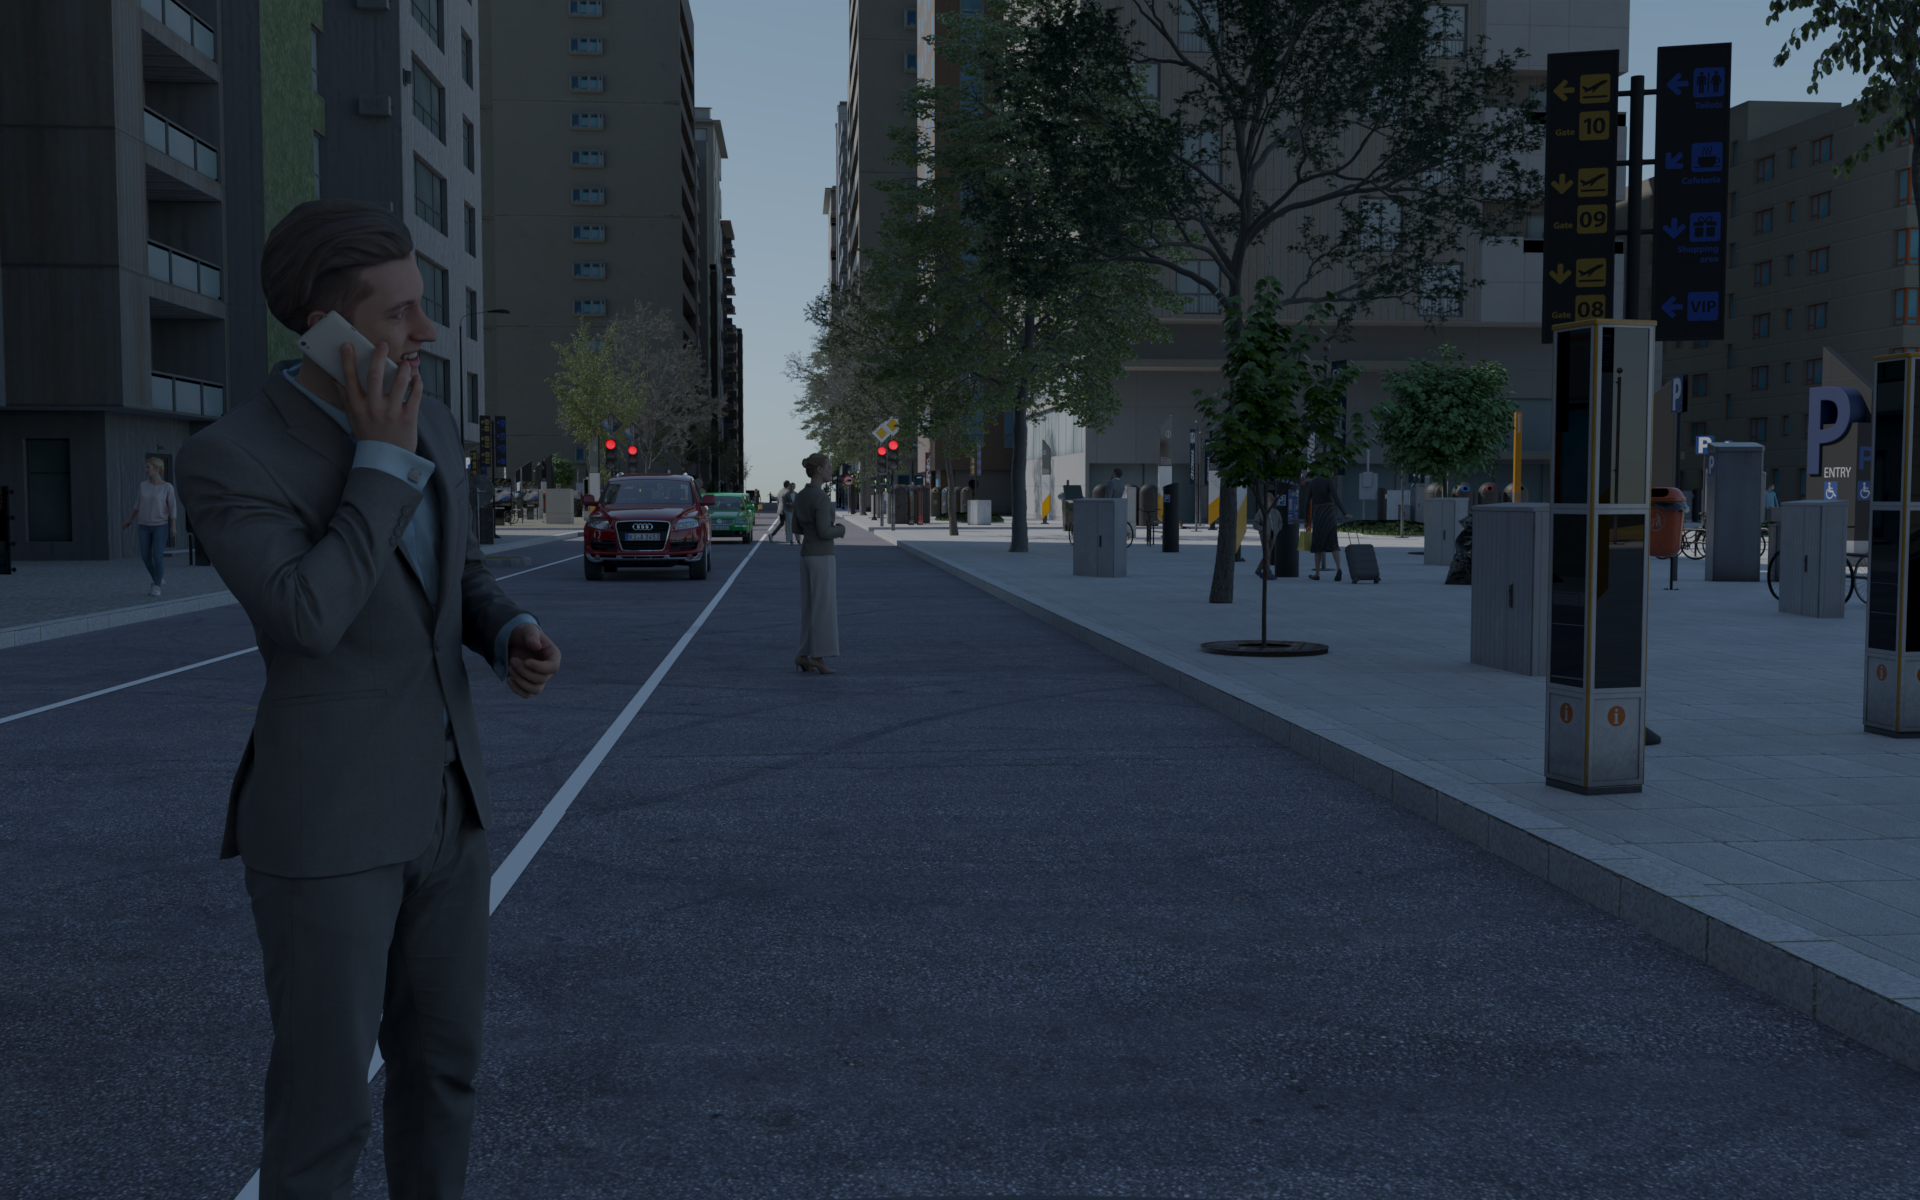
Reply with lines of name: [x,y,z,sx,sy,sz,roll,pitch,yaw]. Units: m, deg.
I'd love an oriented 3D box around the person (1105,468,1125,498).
person: [3.041,-1.747,34.792,0.592,1.802,0.473,-2,4,-33]

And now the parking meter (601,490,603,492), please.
parking meter: [-22.267,-6.109,108.289,0.372,1.533,0.369,0,3,0]

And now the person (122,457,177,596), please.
person: [-10.225,-0.929,21.908,0.731,1.740,0.598,0,4,-6]

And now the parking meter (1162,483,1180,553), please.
parking meter: [4.643,-1.818,38.134,0.372,1.533,0.369,0,3,0]

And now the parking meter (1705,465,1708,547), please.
parking meter: [13.815,-1.581,31.554,0.399,1.863,0.255,-2,4,-31]

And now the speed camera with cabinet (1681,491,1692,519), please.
speed camera with cabinet: [36.848,-5.826,89.591,2.038,3.252,0.660,-1,4,-17]

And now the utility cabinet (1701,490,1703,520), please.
utility cabinet: [36.420,-4.605,83.967,1.173,1.500,0.318,2,4,24]

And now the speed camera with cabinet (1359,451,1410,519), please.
speed camera with cabinet: [17.725,-4.762,72.196,2.038,3.252,0.660,1,4,23]

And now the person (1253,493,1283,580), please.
person: [4.618,-0.956,25.942,0.475,1.303,0.640,-2,4,-27]

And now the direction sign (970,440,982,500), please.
direction sign: [0.676,-4.981,73.433,0.379,3.537,0.876,-2,4,-31]

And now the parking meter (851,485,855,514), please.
parking meter: [-6.756,-6.321,109.057,0.255,1.863,0.399,0,4,-3]

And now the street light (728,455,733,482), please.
street light: [-26.983,-14.102,203.104,1.470,5.913,1.316,0,4,-5]

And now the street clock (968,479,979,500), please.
street clock: [0.652,-4.798,83.018,0.471,2.002,0.358,2,4,26]

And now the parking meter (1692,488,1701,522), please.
parking meter: [33.445,-4.295,78.636,0.372,1.533,0.369,0,3,0]

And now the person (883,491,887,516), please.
person: [-4.397,-5.757,100.849,0.731,1.740,0.598,-2,4,-32]

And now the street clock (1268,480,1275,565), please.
street clock: [5.695,-1.627,31.167,0.471,2.002,0.358,0,4,-2]

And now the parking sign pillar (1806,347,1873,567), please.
parking sign pillar: [15.837,-2.608,31.116,1.447,3.967,1.447,-1,4,-11]

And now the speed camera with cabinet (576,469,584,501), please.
speed camera with cabinet: [-30.237,-8.756,137.489,0.660,3.252,2.038,0,4,-3]

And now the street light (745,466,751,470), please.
street light: [-32.061,-17.351,256.230,1.470,5.913,1.316,0,4,-5]

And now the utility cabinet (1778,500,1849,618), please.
utility cabinet: [9.028,-0.440,18.361,0.306,1.237,1.020,0,4,4]

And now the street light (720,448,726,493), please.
street light: [-24.213,-12.277,173.277,1.470,5.913,1.316,0,4,-5]

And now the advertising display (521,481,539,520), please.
advertising display: [-21.542,-4.988,86.772,0.123,1.923,0.974,3,5,42]

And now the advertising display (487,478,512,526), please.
advertising display: [-18.713,-3.988,70.423,0.974,1.923,0.123,0,4,-7]

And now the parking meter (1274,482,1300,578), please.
parking meter: [5.053,-1.121,26.745,0.372,1.533,0.369,0,3,0]

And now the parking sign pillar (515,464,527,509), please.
parking sign pillar: [-34.873,-9.168,138.372,1.447,3.967,1.447,-1,4,-21]

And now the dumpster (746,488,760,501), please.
dumpster: [-28.886,-14.458,241.341,1.985,2.255,1.502,0,4,-7]

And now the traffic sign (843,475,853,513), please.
traffic sign: [-7.453,-7.075,115.789,0.768,2.556,0.104,0,4,1]

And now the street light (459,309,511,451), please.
street light: [-11.950,-4.339,43.487,1.470,5.913,1.316,0,4,-5]

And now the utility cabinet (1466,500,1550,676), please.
utility cabinet: [4.075,-0.092,12.665,0.306,1.237,1.020,0,4,-7]

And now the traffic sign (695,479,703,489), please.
traffic sign: [-21.526,-8.713,142.563,0.768,2.556,0.104,0,4,0]

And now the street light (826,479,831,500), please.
street light: [-10.209,-10.449,143.384,1.470,5.913,1.316,0,4,-5]

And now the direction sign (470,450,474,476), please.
direction sign: [-24.937,-5.980,89.775,0.876,3.537,0.379,0,4,6]

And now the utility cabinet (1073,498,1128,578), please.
utility cabinet: [2.174,-0.970,27.016,0.306,1.237,1.020,-2,4,-34]

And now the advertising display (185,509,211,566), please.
advertising display: [-13.550,-1.574,30.941,0.974,1.923,0.123,3,5,39]

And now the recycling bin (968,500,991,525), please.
recycling bin: [0.799,-3.606,71.504,0.722,1.027,0.722,-3,4,-39]

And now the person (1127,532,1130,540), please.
person: [4.335,-2.537,47.619,0.778,1.811,0.616,2,4,23]

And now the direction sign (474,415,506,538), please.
direction sign: [-13.492,-3.554,50.098,0.379,3.537,0.876,3,5,40]

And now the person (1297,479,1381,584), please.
person: [5.507,-1.165,25.308,0.699,1.804,1.509,-1,4,-13]

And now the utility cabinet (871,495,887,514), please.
utility cabinet: [-5.124,-6.016,109.526,1.020,1.237,0.306,-3,4,-38]

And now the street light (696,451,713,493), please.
street light: [-21.378,-10.483,143.935,1.470,5.913,1.316,0,4,-5]

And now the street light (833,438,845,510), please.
street light: [-7.499,-8.629,113.630,1.470,5.913,1.316,0,4,-5]

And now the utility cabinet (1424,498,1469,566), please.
utility cabinet: [8.714,-1.219,31.097,0.306,1.237,1.020,-1,4,-15]

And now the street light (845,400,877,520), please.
street light: [-4.717,-6.834,84.283,1.470,5.913,1.316,0,4,-5]

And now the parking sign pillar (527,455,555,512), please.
parking sign pillar: [-28.613,-8.008,119.409,1.447,3.967,1.447,1,4,21]

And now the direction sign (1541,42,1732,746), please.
direction sign: [3.443,-1.034,8.898,0.876,3.537,0.379,1,4,15]

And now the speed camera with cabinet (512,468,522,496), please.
speed camera with cabinet: [-33.836,-8.380,131.340,2.038,3.252,0.660,-3,4,-36]

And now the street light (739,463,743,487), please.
street light: [-29.220,-15.557,226.889,1.470,5.913,1.316,0,4,-5]

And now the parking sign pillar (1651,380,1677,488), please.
parking sign pillar: [16.279,-3.206,40.894,1.447,3.967,1.447,-3,5,-44]

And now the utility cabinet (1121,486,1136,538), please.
utility cabinet: [4.792,-2.575,50.773,0.318,1.500,1.173,-1,4,-19]

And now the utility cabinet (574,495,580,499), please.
utility cabinet: [-25.539,-6.316,114.432,0.306,1.237,1.020,1,4,23]

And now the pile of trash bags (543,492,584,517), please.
pile of trash bags: [-21.648,-5.297,96.357,3.447,1.369,1.912,-1,4,-14]

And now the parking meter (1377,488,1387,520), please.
parking meter: [17.000,-3.752,69.748,0.372,1.533,0.369,0,3,0]

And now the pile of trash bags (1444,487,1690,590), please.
pile of trash bags: [8.443,-0.876,24.078,1.912,1.369,3.447,-3,5,-40]

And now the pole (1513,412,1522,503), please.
pole: [13.856,-3.011,43.078,0.158,3.312,0.155,0,3,0]

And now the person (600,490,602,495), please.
person: [-16.367,-4.396,77.699,0.659,1.850,0.755,2,4,31]

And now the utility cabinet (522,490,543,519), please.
utility cabinet: [-22.026,-4.927,89.233,1.173,1.500,0.318,2,4,29]
